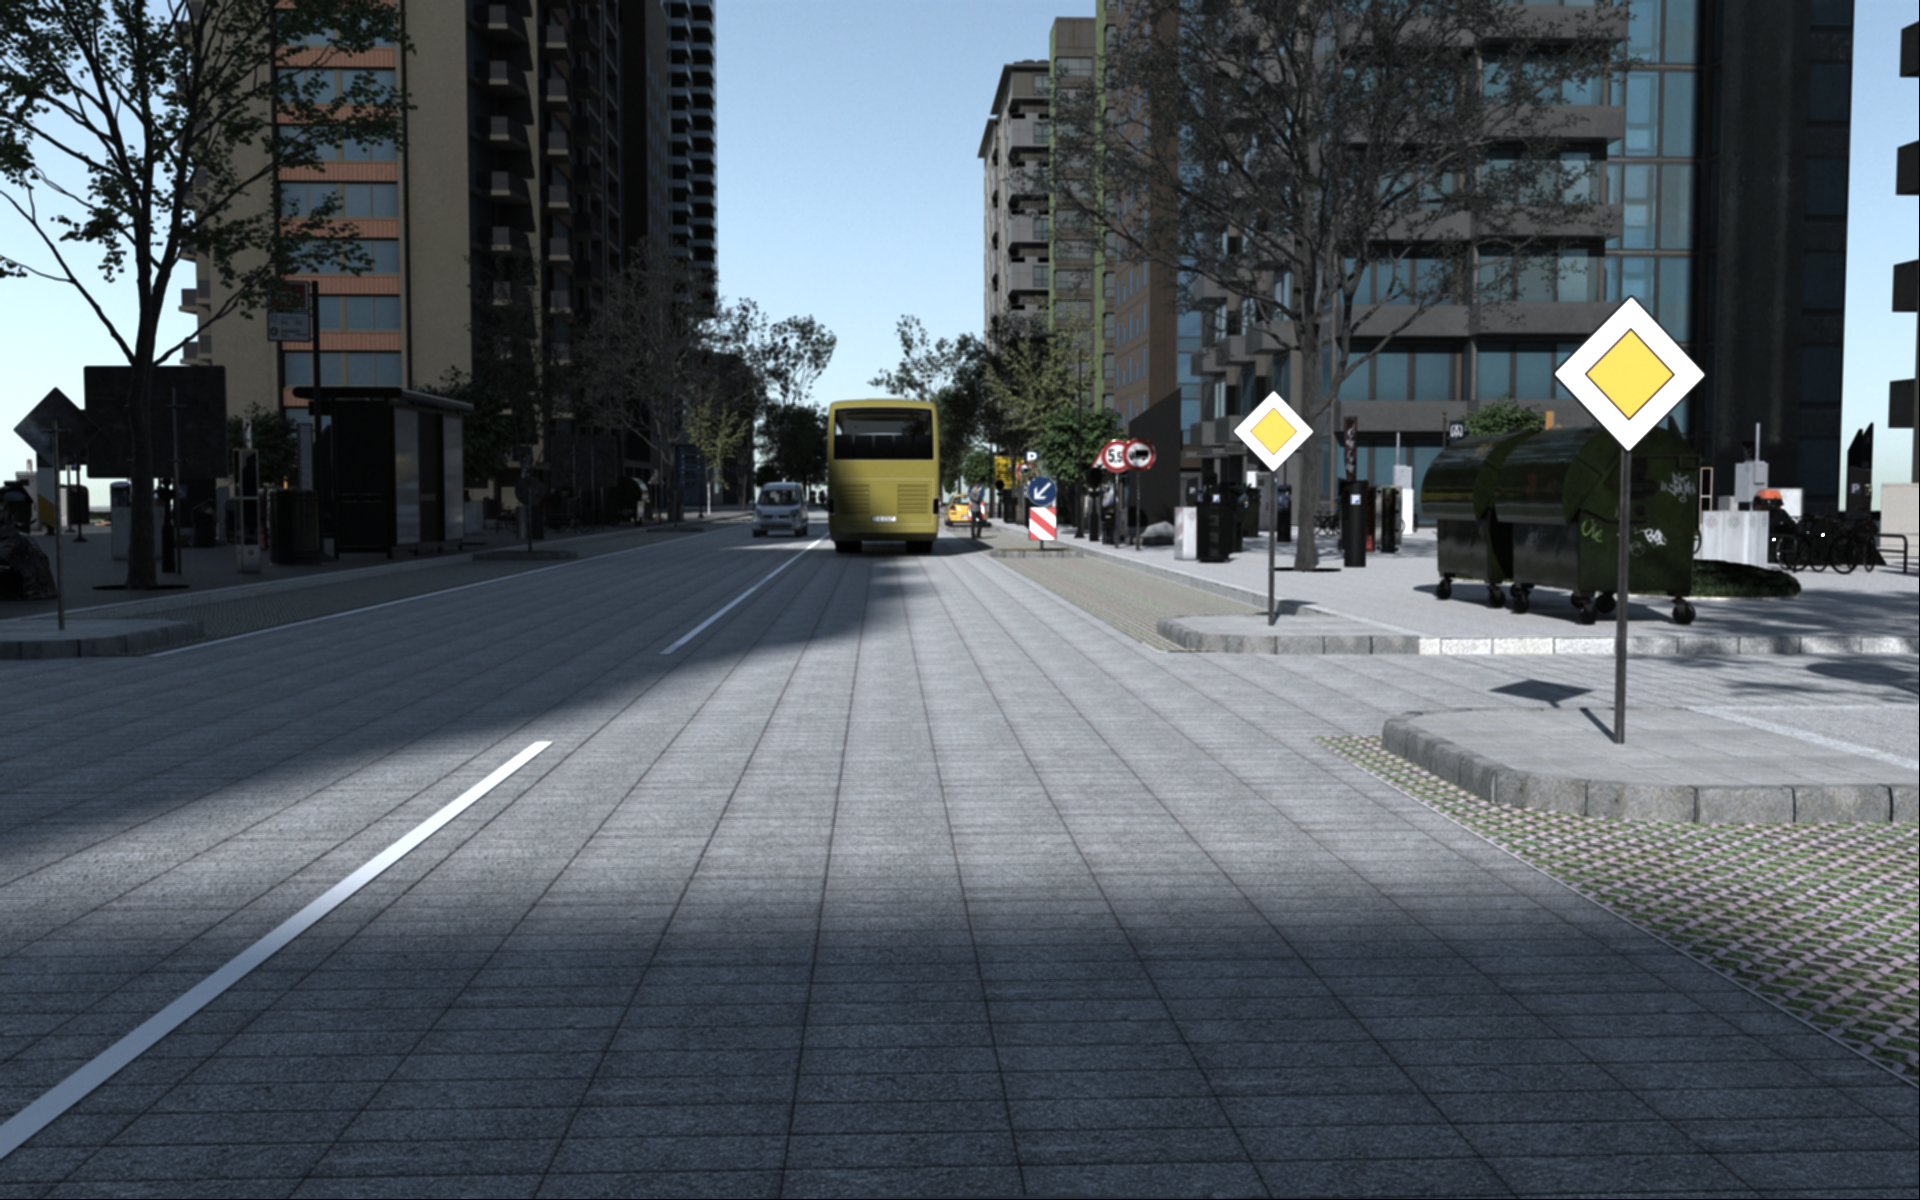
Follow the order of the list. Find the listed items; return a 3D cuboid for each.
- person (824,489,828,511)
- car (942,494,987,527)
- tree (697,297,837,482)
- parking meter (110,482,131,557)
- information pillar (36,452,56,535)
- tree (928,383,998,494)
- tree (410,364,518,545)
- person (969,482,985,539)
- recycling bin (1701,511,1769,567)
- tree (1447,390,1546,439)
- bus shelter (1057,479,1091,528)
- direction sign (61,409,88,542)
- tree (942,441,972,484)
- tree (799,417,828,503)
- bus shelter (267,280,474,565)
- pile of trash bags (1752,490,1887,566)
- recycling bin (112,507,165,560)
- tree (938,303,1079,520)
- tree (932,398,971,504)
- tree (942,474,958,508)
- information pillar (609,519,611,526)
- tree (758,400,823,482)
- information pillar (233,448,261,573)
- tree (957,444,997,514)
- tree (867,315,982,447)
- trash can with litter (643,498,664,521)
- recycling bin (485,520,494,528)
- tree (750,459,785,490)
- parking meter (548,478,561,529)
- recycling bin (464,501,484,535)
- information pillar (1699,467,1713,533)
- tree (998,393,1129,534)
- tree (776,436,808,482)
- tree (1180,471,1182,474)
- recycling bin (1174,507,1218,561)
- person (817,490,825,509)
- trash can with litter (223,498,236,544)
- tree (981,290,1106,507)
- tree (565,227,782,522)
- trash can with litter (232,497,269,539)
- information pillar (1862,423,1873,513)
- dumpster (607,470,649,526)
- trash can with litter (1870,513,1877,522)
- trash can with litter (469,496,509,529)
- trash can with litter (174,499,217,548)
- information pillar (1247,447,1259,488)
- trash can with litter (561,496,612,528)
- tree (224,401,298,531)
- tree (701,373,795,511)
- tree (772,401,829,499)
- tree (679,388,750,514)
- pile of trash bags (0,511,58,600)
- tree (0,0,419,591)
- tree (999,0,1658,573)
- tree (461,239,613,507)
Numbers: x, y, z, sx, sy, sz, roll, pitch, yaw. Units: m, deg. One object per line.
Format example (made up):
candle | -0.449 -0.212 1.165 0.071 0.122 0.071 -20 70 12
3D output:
person | -10.933 -8.308 144.200 0.599 1.838 0.709 -3 5 -43
car | 0.235 -4.069 76.757 2.015 1.641 3.980 0 4 -3
tree | -18.578 -19.092 168.046 12.611 20.169 13.585 0 3 0
parking meter | -17.076 -1.642 35.261 0.372 1.533 0.369 0 3 0
information pillar | -28.470 -3.829 53.953 0.504 3.616 0.183 -2 4 -29
tree | 0.040 -13.946 153.779 9.928 11.665 9.643 0 3 0
tree | -12.750 -3.689 44.022 4.285 4.588 4.351 0 3 0
person | 0.537 -2.834 55.017 0.473 1.802 0.592 3 5 39
recycling bin | 11.697 -0.832 26.157 0.722 1.027 0.722 -3 5 -39
tree | 17.239 -4.367 55.114 4.285 4.588 4.351 0 3 0
bus shelter | 4.640 -4.724 68.520 1.731 3.624 6.357 0 4 -3
direction sign | -23.677 -3.333 46.498 0.876 3.537 0.379 1 4 16
tree | -3.186 -18.435 218.420 9.611 12.733 9.660 0 3 0
tree | -22.049 -20.258 249.350 7.486 12.596 7.792 0 3 0
bus shelter | -12.024 -3.527 35.303 2.179 5.291 8.768 0 4 -3
pile of trash bags | 15.790 -1.395 32.561 1.912 1.369 3.447 0 4 0
recycling bin | -16.137 -1.314 34.045 0.722 1.027 0.722 0 4 3
tree | 2.427 -9.234 85.389 8.767 10.594 7.601 2 4 35
tree | -2.371 -17.451 203.453 7.486 12.596 7.792 0 3 0
tree | -0.878 -10.422 165.003 1.663 3.219 1.824 0 3 0
information pillar | -14.247 -4.850 70.657 0.183 3.616 0.504 0 4 -8
tree | -18.646 -16.161 189.986 9.928 11.665 9.643 0 3 0
information pillar | -11.567 -1.444 28.104 0.304 2.012 0.304 -3 5 -40
tree | 1.390 -7.960 113.863 4.285 4.588 4.351 0 3 0
tree | -3.902 -20.110 184.682 12.611 20.169 13.585 0 3 0
trash can with litter | -14.887 -4.425 83.738 1.055 1.170 0.624 -3 4 -37
recycling bin | -18.312 -3.280 66.182 0.722 1.027 0.722 3 4 38
tree | -17.677 -10.764 159.711 4.285 4.588 4.351 0 3 0
parking meter | -14.815 -3.524 63.327 0.399 1.863 0.255 1 4 10
recycling bin | -15.532 -2.569 54.559 0.722 1.027 0.722 1 4 9
information pillar | 20.663 -2.659 47.971 0.304 2.012 0.304 2 4 27
tree | 3.995 -4.454 56.534 4.285 4.588 4.351 0 3 0
tree | -20.428 -16.021 212.305 4.360 8.622 3.978 0 3 0
tree | 9.076 -5.018 76.645 1.663 3.219 1.824 0 3 0
recycling bin | 4.600 -1.291 33.663 0.722 1.027 0.722 0 4 -8
person | -13.243 -9.739 167.742 1.348 1.823 0.705 2 4 23
trash can with litter | -18.735 -2.050 44.901 0.624 1.170 1.055 -2 4 -29
tree | 3.175 -6.825 61.952 4.737 8.622 4.395 0 3 0
tree | -13.585 -10.419 80.717 12.009 13.543 11.850 0 3 0
trash can with litter | -20.330 -2.328 49.119 2.233 1.210 1.678 -1 4 -16
information pillar | 29.897 -4.022 57.111 0.183 3.616 0.504 0 4 -2
dumpster | -13.350 -4.088 69.326 1.502 2.255 1.985 0 4 -2
trash can with litter | 40.472 -4.110 78.252 2.233 1.210 1.678 -1 4 -8
trash can with litter | -17.708 -3.242 64.071 2.233 1.210 1.678 0 4 7
trash can with litter | -18.364 -1.841 41.481 1.055 1.170 0.624 -1 4 -9
information pillar | 10.524 -4.330 62.150 0.183 3.616 0.504 -3 5 -44
trash can with litter | -14.177 -3.291 64.870 2.233 1.210 1.678 1 4 16
tree | -24.813 -4.743 61.263 4.285 4.588 4.351 0 3 0
tree | -15.725 -11.843 128.047 7.601 10.594 8.767 0 4 7
tree | -21.385 -20.193 236.809 9.857 13.997 8.962 0 3 0
tree | -15.601 -9.691 108.818 4.737 8.622 4.395 0 3 0
pile of trash bags | -12.343 -0.626 19.986 1.912 1.369 3.447 1 4 16
tree | -10.908 -5.950 23.041 9.928 11.665 9.643 0 3 0
tree | 5.907 -7.224 28.475 12.009 13.543 11.850 0 3 0
tree | -12.511 -6.104 50.156 4.360 8.622 3.978 0 3 0
